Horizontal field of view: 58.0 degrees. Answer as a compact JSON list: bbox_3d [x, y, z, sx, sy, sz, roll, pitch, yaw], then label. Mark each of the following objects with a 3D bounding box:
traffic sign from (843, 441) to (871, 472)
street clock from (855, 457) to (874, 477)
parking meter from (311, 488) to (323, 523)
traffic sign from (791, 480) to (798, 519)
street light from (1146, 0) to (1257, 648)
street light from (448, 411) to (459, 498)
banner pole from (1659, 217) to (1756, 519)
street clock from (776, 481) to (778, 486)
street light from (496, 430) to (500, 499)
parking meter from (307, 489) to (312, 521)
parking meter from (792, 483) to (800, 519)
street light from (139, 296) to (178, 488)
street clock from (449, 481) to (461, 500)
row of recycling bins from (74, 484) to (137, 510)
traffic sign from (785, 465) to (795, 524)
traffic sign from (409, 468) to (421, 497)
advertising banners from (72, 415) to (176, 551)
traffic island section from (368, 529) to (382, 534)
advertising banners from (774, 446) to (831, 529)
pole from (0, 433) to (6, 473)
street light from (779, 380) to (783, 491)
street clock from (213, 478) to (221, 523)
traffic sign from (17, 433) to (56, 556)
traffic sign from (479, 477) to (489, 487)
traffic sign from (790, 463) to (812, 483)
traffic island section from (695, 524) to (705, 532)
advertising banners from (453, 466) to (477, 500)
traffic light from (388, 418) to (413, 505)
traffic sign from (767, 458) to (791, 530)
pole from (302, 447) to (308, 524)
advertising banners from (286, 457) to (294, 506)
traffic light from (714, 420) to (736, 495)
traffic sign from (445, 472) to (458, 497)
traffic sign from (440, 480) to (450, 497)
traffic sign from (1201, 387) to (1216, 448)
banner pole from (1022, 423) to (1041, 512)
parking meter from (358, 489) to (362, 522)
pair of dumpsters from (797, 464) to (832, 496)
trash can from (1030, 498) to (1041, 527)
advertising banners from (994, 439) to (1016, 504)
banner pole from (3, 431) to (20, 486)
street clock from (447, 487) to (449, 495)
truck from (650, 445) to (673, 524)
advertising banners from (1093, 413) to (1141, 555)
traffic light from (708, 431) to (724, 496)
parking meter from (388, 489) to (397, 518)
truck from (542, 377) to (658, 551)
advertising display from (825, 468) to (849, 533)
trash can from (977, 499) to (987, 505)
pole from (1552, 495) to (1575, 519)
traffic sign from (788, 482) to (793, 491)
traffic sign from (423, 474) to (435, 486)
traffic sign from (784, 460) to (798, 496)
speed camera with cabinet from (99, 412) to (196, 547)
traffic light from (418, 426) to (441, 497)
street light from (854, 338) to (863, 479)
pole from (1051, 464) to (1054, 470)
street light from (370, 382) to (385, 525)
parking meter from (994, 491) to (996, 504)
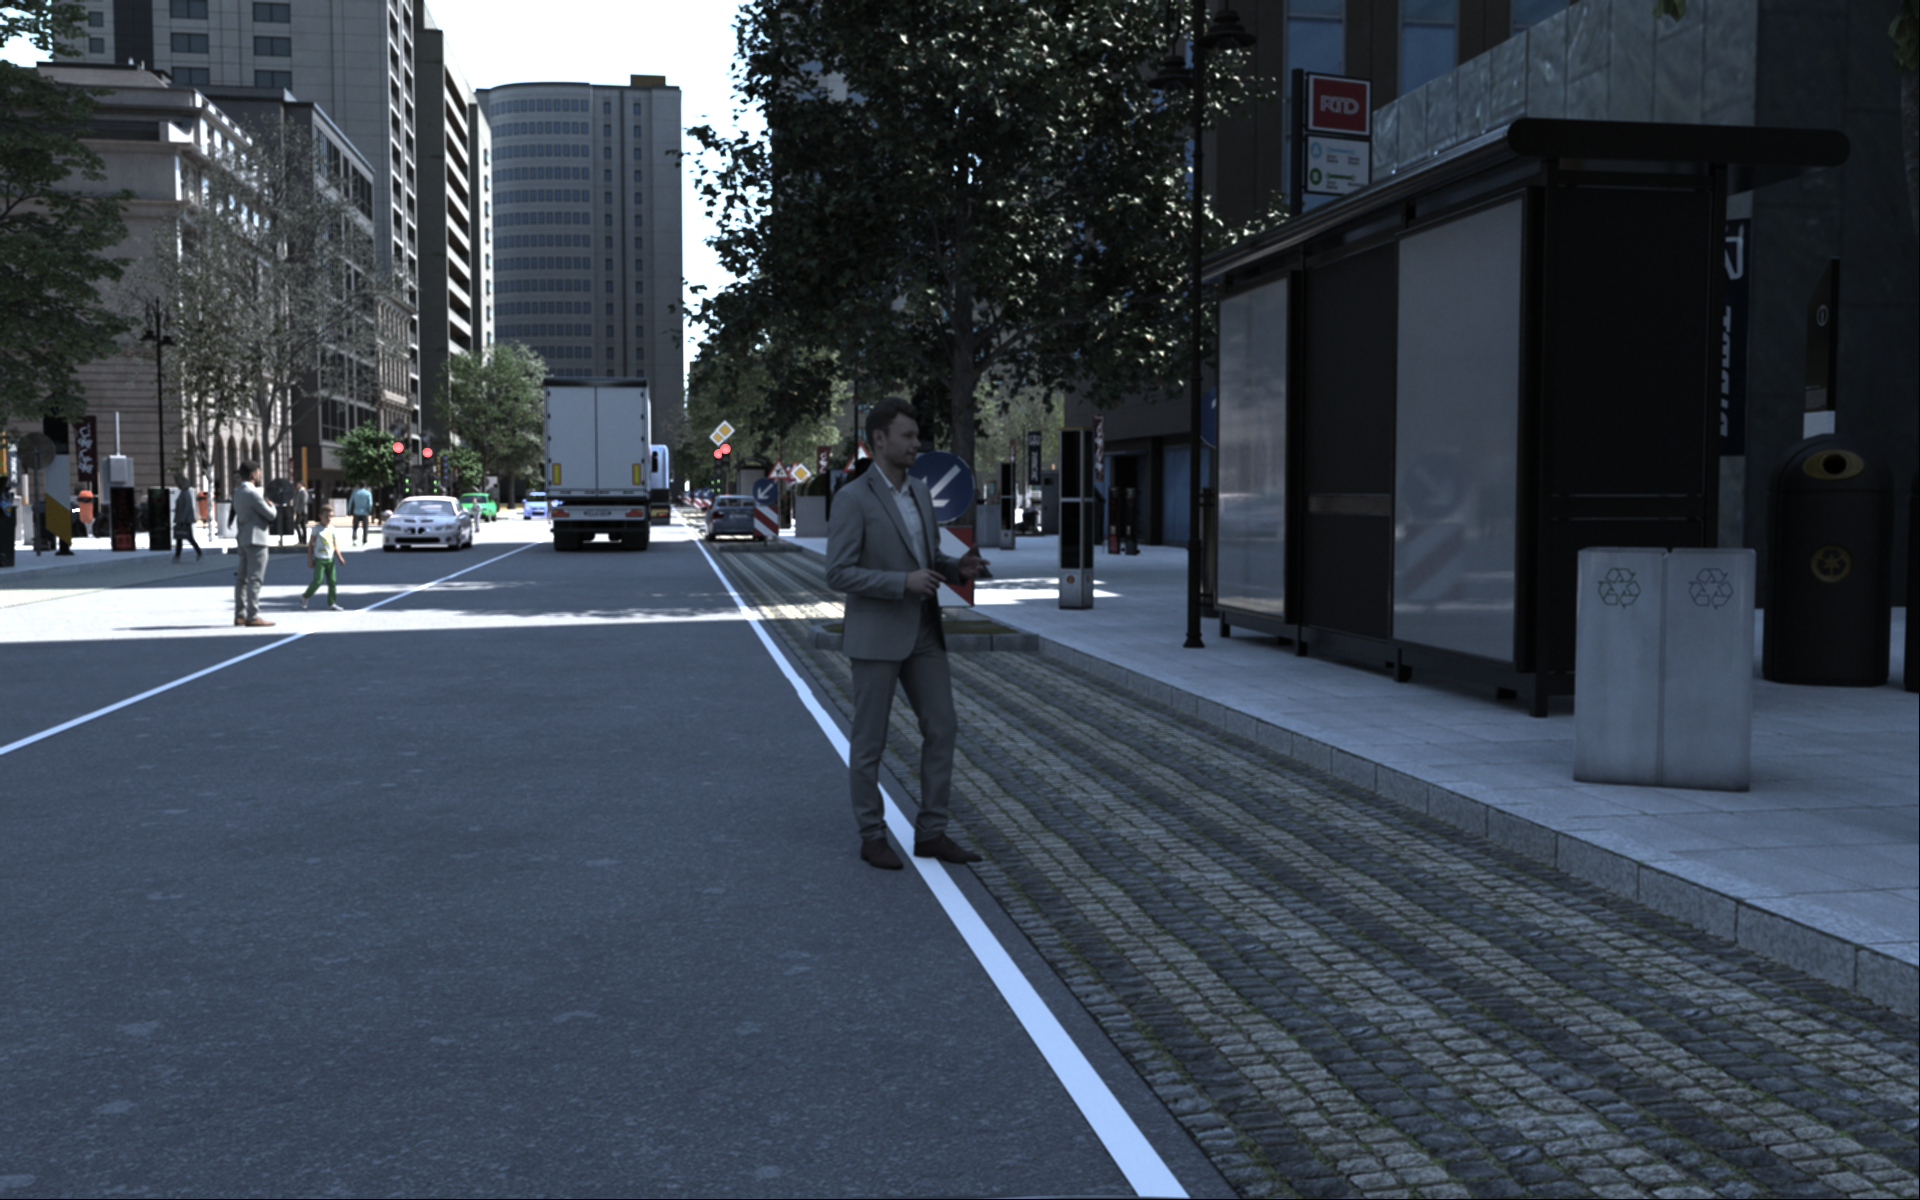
[{"bbox_3d":[-2.419,-2.585,42.270,0.884,2.594,0.081,0,4,-4],"label":"traffic sign"},{"bbox_3d":[-1.838,-1.823,34.381,0.471,2.002,0.358,0,4,4],"label":"street clock"},{"bbox_3d":[-28.881,-4.256,78.003,0.372,1.533,0.369,0,3,0],"label":"parking meter"},{"bbox_3d":[-8.684,-5.354,89.661,0.606,2.300,0.079,0,3,0],"label":"traffic sign"},{"bbox_3d":[1.960,-2.541,14.331,0.468,5.910,1.993,-1,4,-10],"label":"street light"},{"bbox_3d":[-28.320,-7.597,96.991,0.468,5.910,1.993,-1,4,-10],"label":"street light"},{"bbox_3d":[5.988,-1.474,14.113,0.863,3.779,0.401,3,5,40],"label":"banner pole"},{"bbox_3d":[-9.138,-5.136,88.544,0.471,2.002,0.358,-1,4,-21],"label":"street clock"},{"bbox_3d":[-32.645,-9.146,122.328,0.468,5.910,1.993,-1,4,-10],"label":"street light"},{"bbox_3d":[-30.639,-4.488,81.795,0.372,1.533,0.369,0,3,0],"label":"parking meter"},{"bbox_3d":[-8.312,-5.021,87.803,0.255,1.863,0.399,2,4,26],"label":"parking meter"},{"bbox_3d":[-18.709,-4.144,40.549,0.468,5.910,1.993,-1,4,-10],"label":"street light"},{"bbox_3d":[-27.821,-5.577,95.748,0.358,2.002,0.471,1,4,19],"label":"street clock"},{"bbox_3d":[-35.250,-3.932,71.403,1.069,1.692,3.534,0,4,7],"label":"row of recycling bins"},{"bbox_3d":[-7.332,-4.574,74.892,0.768,2.556,0.104,0,4,-3],"label":"traffic sign"},{"bbox_3d":[-27.005,-5.230,85.615,0.768,2.556,0.104,0,4,-4],"label":"traffic sign"},{"bbox_3d":[-18.782,-2.611,38.884,2.074,3.025,0.090,-2,4,-33],"label":"advertising banners"},{"bbox_3d":[-20.584,-2.534,63.710,2.009,0.180,2.903,-1,4,-10],"label":"traffic island section"},{"bbox_3d":[-5.696,-4.096,63.163,2.074,3.025,0.090,1,4,11],"label":"advertising banners"},{"bbox_3d":[-31.743,-3.890,57.452,0.158,3.312,0.155,0,3,0],"label":"pole"},{"bbox_3d":[-6.718,-5.643,65.053,0.468,5.910,1.993,-1,4,-10],"label":"street light"},{"bbox_3d":[-33.438,-4.490,77.975,0.358,2.002,0.471,-1,4,-21],"label":"street clock"},{"bbox_3d":[-19.139,-2.189,35.901,0.768,2.556,0.104,0,4,-5],"label":"traffic sign"},{"bbox_3d":[-34.729,-7.721,126.338,0.768,2.556,0.104,-1,4,-9],"label":"traffic sign"},{"bbox_3d":[-5.866,-3.832,63.842,0.795,2.450,0.064,0,4,-6],"label":"traffic sign"},{"bbox_3d":[-10.213,-3.137,73.579,2.009,0.180,2.903,-1,4,-10],"label":"traffic island section"},{"bbox_3d":[-30.218,-6.706,105.828,2.074,3.025,0.090,2,4,30],"label":"advertising banners"},{"bbox_3d":[-20.543,-4.566,63.582,0.839,4.253,0.868,-1,4,-10],"label":"traffic light"},{"bbox_3d":[-6.498,-3.801,62.147,0.884,2.594,0.081,-1,4,-8],"label":"traffic sign"},{"bbox_3d":[-28.425,-4.973,75.160,0.158,3.312,0.155,0,3,0],"label":"pole"},{"bbox_3d":[-32.413,-5.318,83.139,2.074,3.025,0.090,3,5,43],"label":"advertising banners"},{"bbox_3d":[-8.904,-4.689,65.587,0.839,4.253,0.868,-1,4,-10],"label":"traffic light"},{"bbox_3d":[-29.948,-6.229,101.951,0.768,2.556,0.104,0,4,-4],"label":"traffic sign"},{"bbox_3d":[-30.484,-6.149,102.671,0.606,2.300,0.079,-1,4,-8],"label":"traffic sign"},{"bbox_3d":[3.111,-1.232,20.255,0.768,2.556,0.104,0,4,0],"label":"traffic sign"},{"bbox_3d":[2.474,-4.342,61.003,0.863,3.779,0.401,-1,4,-12],"label":"banner pole"},{"bbox_3d":[-30.147,-4.810,87.055,0.372,1.533,0.369,0,3,0],"label":"parking meter"},{"bbox_3d":[-4.606,-3.454,58.971,1.574,2.255,4.437,-1,4,-10],"label":"pair of dumpsters"},{"bbox_3d":[3.093,-3.469,68.369,0.748,1.137,0.748,0,3,0],"label":"trash can"},{"bbox_3d":[1.470,-3.676,56.283,0.090,3.025,2.074,-1,4,-16],"label":"advertising banners"},{"bbox_3d":[-37.941,-4.843,69.203,0.401,3.779,0.863,2,4,29],"label":"banner pole"},{"bbox_3d":[-39.870,-7.990,135.214,0.358,2.002,0.471,0,4,5],"label":"street clock"},{"bbox_3d":[-16.240,-6.095,89.418,2.967,4.110,18.799,-1,4,-10],"label":"truck"},{"bbox_3d":[3.312,-2.495,36.981,0.090,3.025,2.074,-1,4,-23],"label":"advertising banners"},{"bbox_3d":[-10.254,-5.170,73.458,0.839,4.253,0.868,-1,4,-10],"label":"traffic light"},{"bbox_3d":[-25.664,-4.274,78.287,0.372,1.533,0.369,0,3,0],"label":"parking meter"},{"bbox_3d":[-9.689,-3.565,47.202,2.839,4.237,11.283,-1,4,-10],"label":"truck"},{"bbox_3d":[-3.030,-2.302,42.844,0.123,1.923,0.974,2,4,25],"label":"advertising display"},{"bbox_3d":[0.373,-2.173,47.179,0.748,1.137,0.748,0,3,0],"label":"trash can"},{"bbox_3d":[5.451,-1.333,15.644,0.158,3.312,0.155,0,3,0],"label":"pole"},{"bbox_3d":[-8.670,-5.336,87.345,0.768,2.556,0.104,0,4,-7],"label":"traffic sign"},{"bbox_3d":[-26.943,-5.246,87.897,0.606,2.300,0.079,0,4,0],"label":"traffic sign"},{"bbox_3d":[-6.353,-4.092,66.909,0.884,2.594,0.081,0,4,-1],"label":"traffic sign"},{"bbox_3d":[-19.845,-2.933,42.298,2.038,3.252,0.660,-2,4,-34],"label":"speed camera with cabinet"},{"bbox_3d":[-21.893,-5.048,71.452,0.839,4.253,0.868,-1,4,-10],"label":"traffic light"},{"bbox_3d":[-2.380,-4.094,39.719,0.468,5.910,1.993,-1,4,-10],"label":"street light"},{"bbox_3d":[6.313,-7.581,117.784,0.158,3.312,0.155,0,3,0],"label":"pole"},{"bbox_3d":[-23.959,-6.028,71.347,0.468,5.910,1.993,-1,4,-10],"label":"street light"},{"bbox_3d":[2.330,-6.075,107.744,0.372,1.533,0.369,0,3,0],"label":"parking meter"}]
